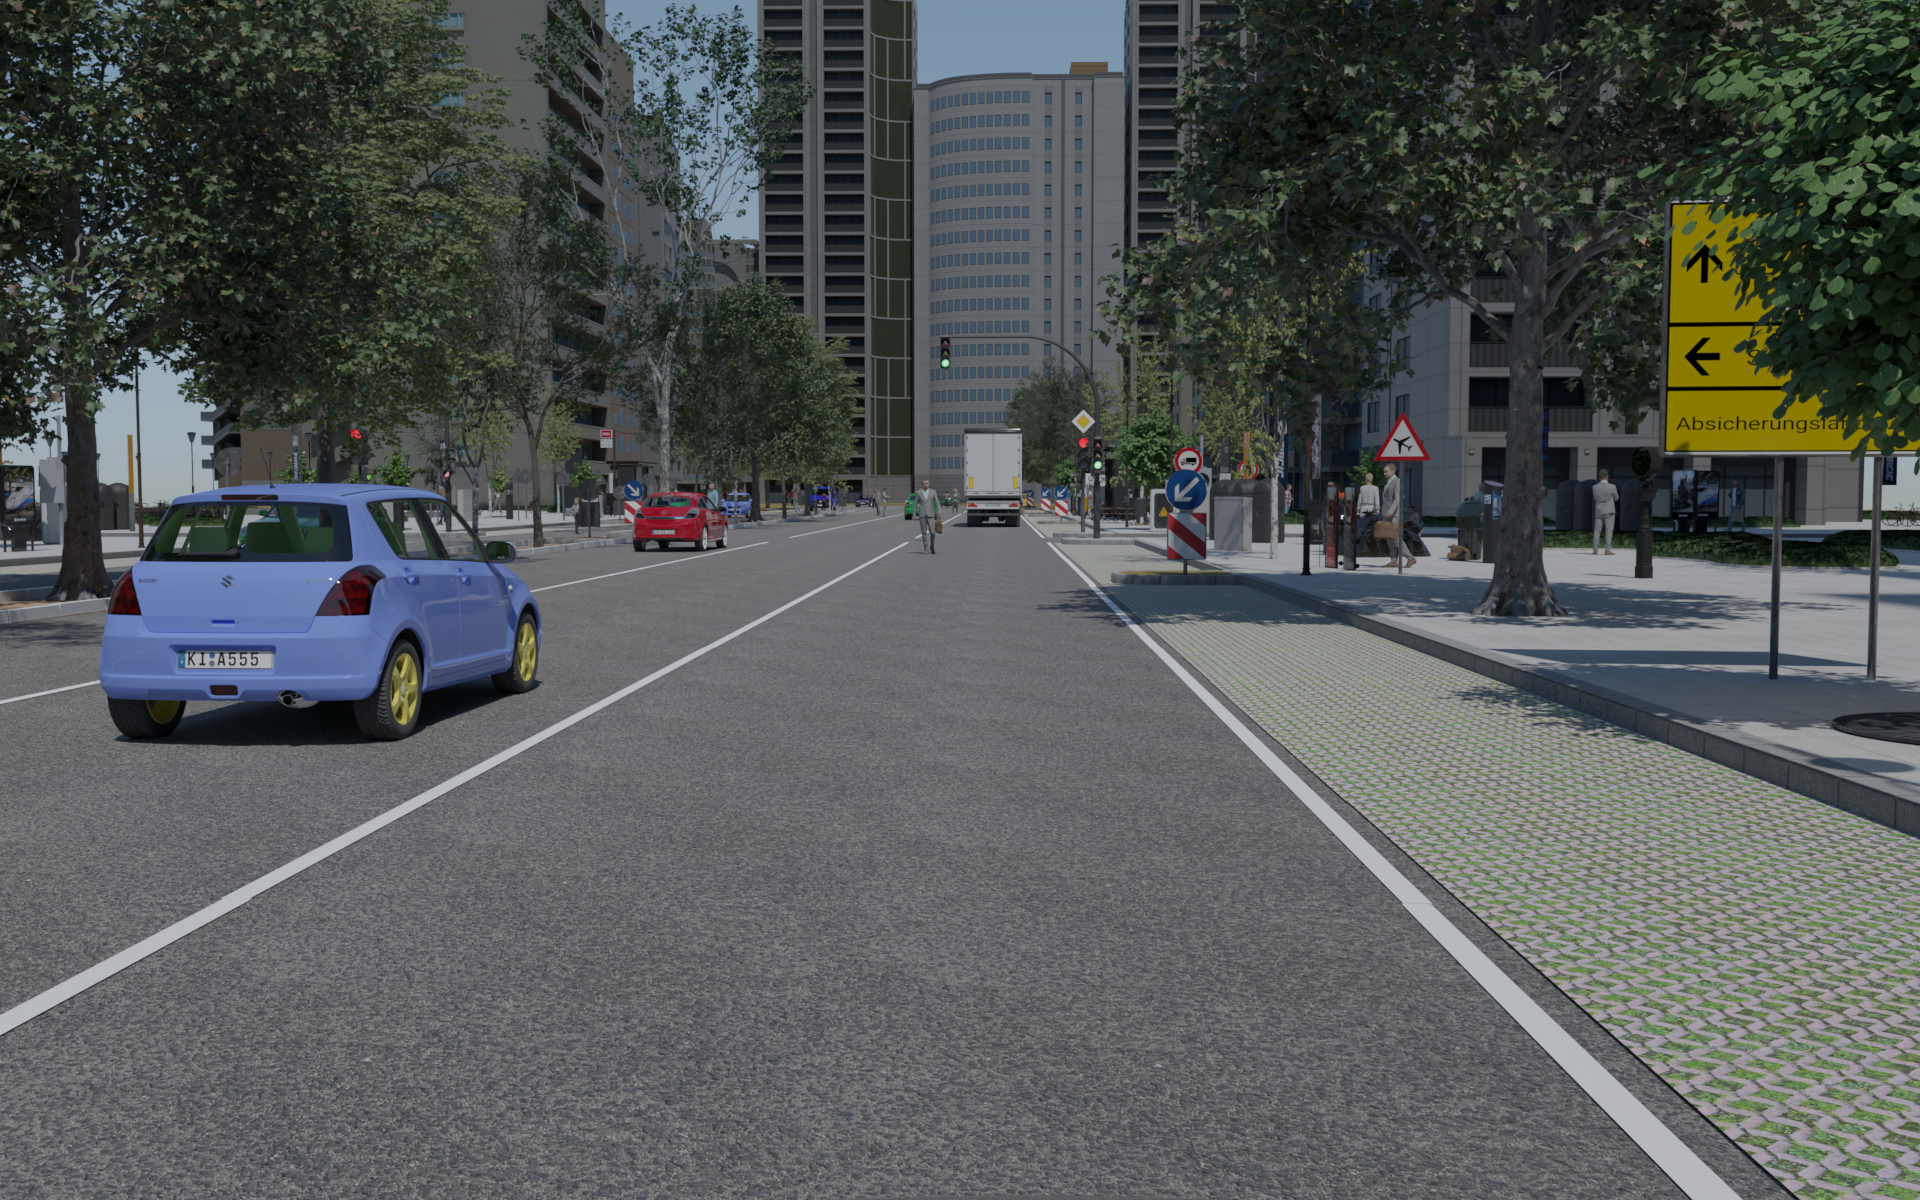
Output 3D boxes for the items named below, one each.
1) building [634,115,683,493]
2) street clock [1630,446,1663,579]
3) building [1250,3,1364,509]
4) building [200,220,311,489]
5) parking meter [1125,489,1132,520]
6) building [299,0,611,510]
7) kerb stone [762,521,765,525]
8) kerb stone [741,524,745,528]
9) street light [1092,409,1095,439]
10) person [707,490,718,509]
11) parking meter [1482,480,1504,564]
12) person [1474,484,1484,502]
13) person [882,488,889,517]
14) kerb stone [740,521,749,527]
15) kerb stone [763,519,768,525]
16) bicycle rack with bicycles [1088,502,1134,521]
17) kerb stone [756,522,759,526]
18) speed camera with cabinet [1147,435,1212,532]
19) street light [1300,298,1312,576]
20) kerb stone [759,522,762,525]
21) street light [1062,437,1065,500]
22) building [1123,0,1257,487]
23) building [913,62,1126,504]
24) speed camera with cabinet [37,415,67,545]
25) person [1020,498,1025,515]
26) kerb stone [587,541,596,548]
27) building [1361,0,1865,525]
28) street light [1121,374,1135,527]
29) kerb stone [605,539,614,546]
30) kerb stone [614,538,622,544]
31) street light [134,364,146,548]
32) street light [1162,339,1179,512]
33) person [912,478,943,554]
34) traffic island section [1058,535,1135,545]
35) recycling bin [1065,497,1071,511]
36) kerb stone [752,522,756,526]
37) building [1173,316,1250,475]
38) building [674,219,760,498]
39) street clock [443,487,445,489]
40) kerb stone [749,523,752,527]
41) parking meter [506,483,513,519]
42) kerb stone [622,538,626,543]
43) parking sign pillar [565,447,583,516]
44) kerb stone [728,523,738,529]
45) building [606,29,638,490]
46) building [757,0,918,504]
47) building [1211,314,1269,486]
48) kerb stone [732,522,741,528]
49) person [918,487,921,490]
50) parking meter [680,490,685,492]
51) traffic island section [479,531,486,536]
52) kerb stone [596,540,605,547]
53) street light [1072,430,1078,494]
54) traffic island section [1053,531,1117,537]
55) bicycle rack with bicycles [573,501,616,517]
[{"bbox_3d":[-38.000,-30.917,189.092,14.086,41.232,14.154,0,4,1],"label":"building"},{"bbox_3d":[10.407,-1.329,26.302,0.358,2.002,0.471,-1,4,-19],"label":"street clock"},{"bbox_3d":[31.749,-28.296,117.263,22.147,44.769,28.867,0,4,1],"label":"building"},{"bbox_3d":[-72.775,-32.924,188.416,14.200,45.320,14.600,0,4,1],"label":"building"},{"bbox_3d":[8.236,-4.664,84.674,0.372,1.533,0.369,0,3,0],"label":"parking meter"},{"bbox_3d":[-42.292,-31.848,144.409,21.300,48.544,21.600,0,4,1],"label":"building"},{"bbox_3d":[-9.222,-3.510,79.650,0.120,0.150,1.000,0,4,1],"label":"kerb stone"},{"bbox_3d":[-9.361,-3.138,73.494,0.120,0.150,1.000,0,4,1],"label":"kerb stone"},{"bbox_3d":[6.885,-7.077,88.496,0.468,5.910,1.993,0,4,1],"label":"street light"},{"bbox_3d":[-14.029,-5.304,95.444,1.509,1.804,0.699,2,4,28],"label":"person"},{"bbox_3d":[9.871,-1.445,32.040,0.372,1.533,0.369,0,3,0],"label":"parking meter"},{"bbox_3d":[16.581,-2.828,55.227,0.515,1.767,0.782,-1,4,-10],"label":"person"},{"bbox_3d":[-4.642,-6.105,108.491,0.466,1.800,0.511,0,4,-6],"label":"person"},{"bbox_3d":[-9.339,-3.201,74.528,0.120,0.150,1.000,0,4,1],"label":"kerb stone"},{"bbox_3d":[-9.205,-3.576,80.672,0.120,0.150,1.000,0,4,1],"label":"kerb stone"},{"bbox_3d":[7.481,-4.237,82.653,2.925,0.926,2.852,0,4,-1],"label":"bicycle rack with bicycles"},{"bbox_3d":[-9.263,-3.385,77.602,0.120,0.150,1.000,0,4,1],"label":"kerb stone"},{"bbox_3d":[7.452,-3.921,58.448,2.038,3.252,0.660,0,4,7],"label":"speed camera with cabinet"},{"bbox_3d":[5.470,-3.327,27.185,0.468,5.910,1.993,0,4,1],"label":"street light"},{"bbox_3d":[-9.245,-3.451,78.625,0.120,0.150,1.000,0,4,1],"label":"kerb stone"},{"bbox_3d":[7.901,-9.747,132.154,0.468,5.910,1.993,0,4,1],"label":"street light"},{"bbox_3d":[33.267,-48.908,237.897,20.611,71.187,20.563,0,4,1],"label":"building"},{"bbox_3d":[7.874,-42.687,239.923,28.212,58.520,21.231,0,4,1],"label":"building"},{"bbox_3d":[-23.090,-3.043,44.084,0.660,3.252,2.038,-2,4,-26],"label":"speed camera with cabinet"},{"bbox_3d":[2.899,-4.805,87.546,0.782,1.767,0.515,-1,4,-18],"label":"person"},{"bbox_3d":[-9.970,-1.477,46.339,0.120,0.150,1.000,0,4,1],"label":"kerb stone"},{"bbox_3d":[31.136,-39.190,79.013,20.611,71.187,20.563,0,4,1],"label":"building"},{"bbox_3d":[6.428,-5.737,66.583,0.468,5.910,1.993,0,4,1],"label":"street light"},{"bbox_3d":[-9.922,-1.601,48.382,0.120,0.150,1.000,0,4,1],"label":"kerb stone"},{"bbox_3d":[-9.893,-1.664,49.404,0.120,0.150,1.000,0,4,1],"label":"kerb stone"},{"bbox_3d":[-19.521,-4.180,41.135,0.468,5.910,1.993,0,4,1],"label":"street light"},{"bbox_3d":[6.010,-4.674,49.213,0.468,5.910,1.993,0,4,1],"label":"street light"},{"bbox_3d":[-0.773,-1.997,41.269,0.709,1.813,0.853,0,4,-4],"label":"person"},{"bbox_3d":[3.944,-1.683,49.795,2.009,0.180,2.903,0,4,1],"label":"traffic island section"},{"bbox_3d":[8.282,-7.091,128.485,0.722,1.027,0.722,-2,4,-30],"label":"recycling bin"},{"bbox_3d":[-9.283,-3.316,76.580,0.120,0.150,1.000,0,4,1],"label":"kerb stone"},{"bbox_3d":[37.223,-20.460,179.554,27.650,21.520,28.899,0,4,1],"label":"building"},{"bbox_3d":[-38.755,-33.973,247.335,23.993,40.220,32.217,0,4,1],"label":"building"},{"bbox_3d":[-23.268,-4.511,78.319,0.358,2.002,0.471,-1,4,-13],"label":"street clock"},{"bbox_3d":[-9.321,-3.263,75.550,0.120,0.150,1.000,0,4,1],"label":"kerb stone"},{"bbox_3d":[-22.759,-5.001,87.483,0.255,1.863,0.399,0,4,7],"label":"parking meter"},{"bbox_3d":[-9.878,-1.727,50.426,0.120,0.150,1.000,0,4,1],"label":"kerb stone"},{"bbox_3d":[-22.302,-6.855,100.551,1.447,3.967,1.447,2,4,32],"label":"parking sign pillar"},{"bbox_3d":[-9.403,-3.009,71.446,0.120,0.150,1.000,0,4,1],"label":"kerb stone"},{"bbox_3d":[-38.803,-31.342,162.558,14.600,45.320,14.200,0,4,1],"label":"building"},{"bbox_3d":[-16.528,-49.050,240.214,20.611,71.187,20.563,0,4,1],"label":"building"},{"bbox_3d":[38.741,-28.137,151.923,32.217,40.220,23.993,0,4,1],"label":"building"},{"bbox_3d":[-9.383,-3.075,72.472,0.120,0.150,1.000,0,4,1],"label":"kerb stone"},{"bbox_3d":[-2.701,-6.717,117.678,0.474,1.900,0.648,1,4,9],"label":"person"},{"bbox_3d":[-18.725,-6.629,116.802,0.372,1.533,0.369,0,3,0],"label":"parking meter"},{"bbox_3d":[-17.214,-2.200,58.257,2.009,0.180,2.903,0,4,1],"label":"traffic island section"},{"bbox_3d":[-9.954,-1.539,47.361,0.120,0.150,1.000,0,4,1],"label":"kerb stone"},{"bbox_3d":[7.350,-8.422,110.487,0.468,5.910,1.993,0,4,1],"label":"street light"},{"bbox_3d":[4.122,-2.171,57.778,2.009,0.180,2.903,0,4,1],"label":"traffic island section"},{"bbox_3d":[-20.338,-5.059,96.093,2.852,0.926,2.925,-1,4,-16],"label":"bicycle rack with bicycles"}]
